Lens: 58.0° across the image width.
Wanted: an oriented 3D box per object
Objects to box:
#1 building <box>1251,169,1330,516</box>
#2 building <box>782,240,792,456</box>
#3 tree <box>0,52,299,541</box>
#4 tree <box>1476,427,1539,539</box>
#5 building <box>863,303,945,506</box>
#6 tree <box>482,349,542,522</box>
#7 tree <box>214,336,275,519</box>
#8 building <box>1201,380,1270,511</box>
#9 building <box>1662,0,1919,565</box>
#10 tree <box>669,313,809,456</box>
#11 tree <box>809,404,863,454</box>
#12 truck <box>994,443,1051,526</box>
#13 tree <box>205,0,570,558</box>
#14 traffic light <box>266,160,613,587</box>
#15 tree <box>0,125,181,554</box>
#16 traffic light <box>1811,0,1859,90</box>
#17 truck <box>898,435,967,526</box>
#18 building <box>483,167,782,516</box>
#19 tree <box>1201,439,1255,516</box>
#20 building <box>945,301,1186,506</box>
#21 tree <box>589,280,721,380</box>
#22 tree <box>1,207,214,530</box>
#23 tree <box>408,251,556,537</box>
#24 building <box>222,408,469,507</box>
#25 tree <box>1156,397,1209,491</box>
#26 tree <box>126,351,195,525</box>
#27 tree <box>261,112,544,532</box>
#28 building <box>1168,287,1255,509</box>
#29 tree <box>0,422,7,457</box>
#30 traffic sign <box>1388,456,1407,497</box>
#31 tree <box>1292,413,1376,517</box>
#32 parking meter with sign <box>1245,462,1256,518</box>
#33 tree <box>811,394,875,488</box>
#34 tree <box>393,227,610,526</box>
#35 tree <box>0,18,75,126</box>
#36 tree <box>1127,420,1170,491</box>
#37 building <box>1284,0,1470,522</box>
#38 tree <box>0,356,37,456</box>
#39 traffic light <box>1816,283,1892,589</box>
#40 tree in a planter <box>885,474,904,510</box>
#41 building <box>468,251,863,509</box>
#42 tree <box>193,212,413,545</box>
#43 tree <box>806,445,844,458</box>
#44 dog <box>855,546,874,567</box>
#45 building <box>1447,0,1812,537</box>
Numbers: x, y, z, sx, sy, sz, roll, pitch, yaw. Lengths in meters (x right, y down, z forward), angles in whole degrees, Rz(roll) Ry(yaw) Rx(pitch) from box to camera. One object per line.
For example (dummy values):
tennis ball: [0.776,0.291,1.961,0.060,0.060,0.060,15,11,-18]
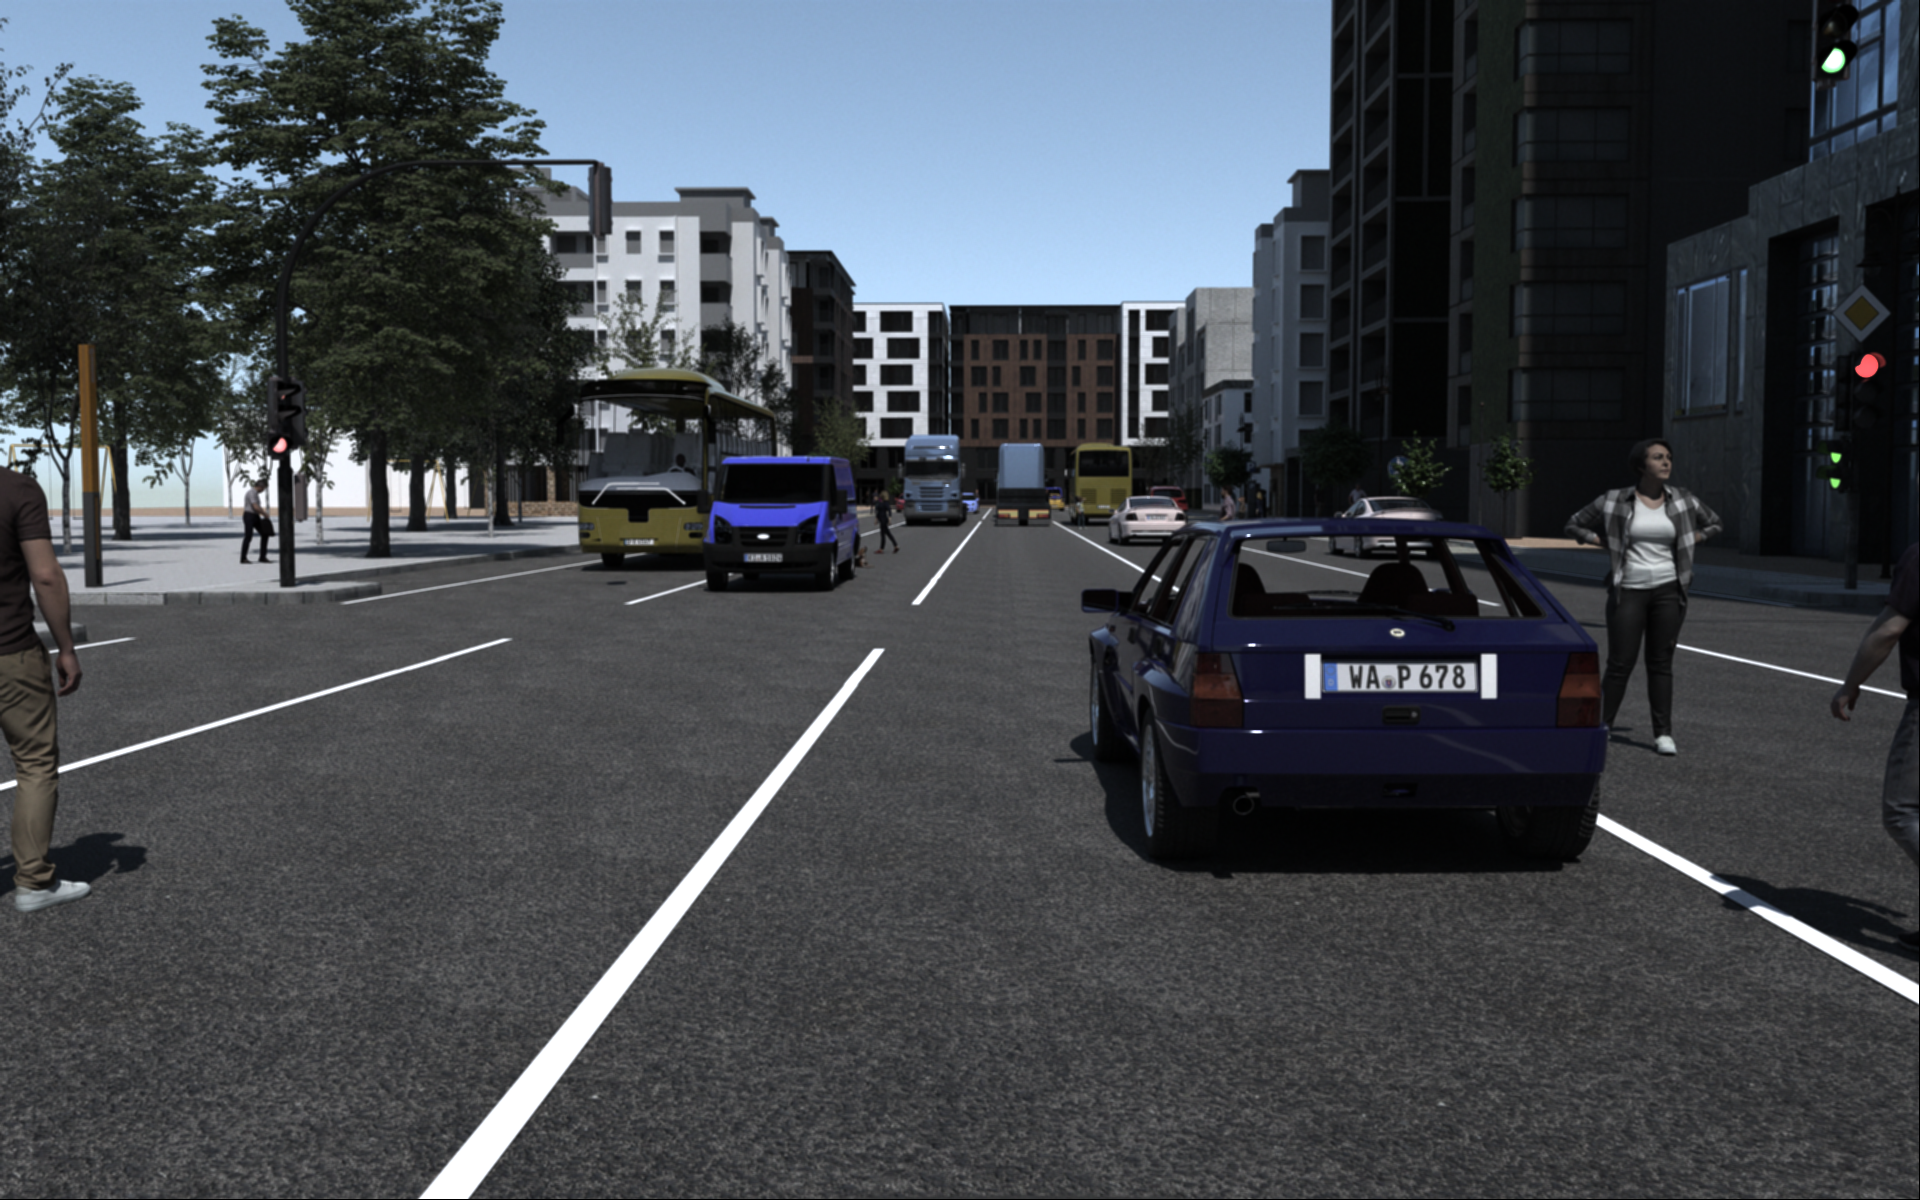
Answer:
building: [26.343,-15.310,106.731,16.016,20.091,11.380,0,4,1]
building: [-19.397,-15.904,116.451,16.016,20.091,11.380,0,4,1]
tree: [-23.400,-7.949,48.086,7.486,12.596,7.792,0,3,0]
tree: [15.606,-3.363,49.580,1.663,3.219,1.824,0,3,0]
building: [-17.780,-21.741,199.438,32.646,21.610,27.936,0,4,1]
tree: [-20.067,-7.836,78.482,4.737,8.622,4.395,0,3,0]
tree: [-32.043,-7.886,79.305,4.360,8.622,3.978,0,3,0]
building: [23.871,-11.330,127.398,9.099,9.664,28.070,0,4,1]
building: [32.001,-43.992,31.936,31.000,86.520,22.319,0,4,1]
tree: [-11.132,-9.468,89.214,7.601,10.594,8.767,2,4,34]
tree: [-9.953,-11.576,139.631,4.360,8.622,3.978,0,3,0]
truck: [3.081,-5.886,85.988,2.967,4.110,18.799,0,4,2]
tree: [-11.895,-7.167,35.301,7.486,12.596,7.792,0,3,0]
traffic light: [-7.161,-3.002,23.748,4.771,5.953,1.251,0,4,1]
tree: [-19.232,-5.318,37.318,4.360,8.622,3.978,0,3,0]
traffic light: [9.711,-2.478,15.186,4.771,5.953,1.251,0,4,1]
truck: [-1.043,-5.795,84.508,2.967,4.110,18.799,0,4,1]
building: [-19.708,-15.210,105.097,16.016,20.091,11.380,0,4,1]
tree: [16.138,-7.362,104.074,4.285,4.588,4.351,0,3,0]
building: [15.366,-21.642,197.815,32.646,21.610,27.936,0,4,1]
tree: [-10.695,-6.715,60.154,4.737,8.622,4.395,0,3,0]
tree: [-30.566,-8.356,62.377,9.928,11.665,9.643,0,3,0]
tree: [-14.104,-6.150,50.909,4.360,8.622,3.978,0,3,0]
building: [-56.970,-13.979,170.701,28.070,9.664,9.099,0,4,1]
tree: [16.894,-11.084,131.586,4.737,8.622,4.395,0,3,0]
tree: [-32.035,-7.399,71.343,4.737,8.622,4.395,0,3,0]
tree: [-18.684,-9.328,59.171,9.857,13.997,8.962,0,3,0]
building: [28.749,-17.754,156.731,16.747,18.905,31.486,0,4,1]
tree: [-58.059,-7.605,87.251,20.602,7.101,11.467,-1,4,-10]
traffic sign: [14.813,-3.567,58.422,0.768,2.556,0.104,0,4,6]
tree: [15.099,-5.279,70.025,4.285,4.588,4.351,0,3,0]
parking meter with sign: [15.559,-5.887,92.521,0.543,3.016,1.738,0,4,6]
tree: [-9.059,-10.789,126.769,4.737,8.622,4.395,0,3,0]
tree: [-18.687,-9.363,70.097,9.611,12.733,9.660,0,3,0]
tree: [-15.679,-4.693,27.092,4.360,8.622,3.978,0,3,0]
tree: [18.410,-13.320,168.151,4.360,8.622,3.978,0,3,0]
building: [27.487,-39.314,81.031,20.563,71.187,20.611,0,4,1]
tree: [-37.876,-7.100,66.446,4.737,8.622,4.395,0,3,0]
traffic light: [12.001,-2.100,23.259,0.839,4.253,0.868,0,4,1]
tree in a planter: [-5.803,-9.499,152.534,1.991,3.239,1.994,0,4,1]
building: [-26.708,-19.320,159.849,32.646,21.610,27.936,0,4,1]
tree: [-16.048,-5.711,43.743,4.737,8.622,4.395,0,3,0]
tree: [-9.016,-8.078,115.782,4.285,4.588,4.351,0,3,0]
dog: [-1.948,-0.850,34.095,0.550,0.427,0.748,0,4,-1]
building: [23.642,-22.822,56.731,14.154,41.232,14.086,0,4,1]
